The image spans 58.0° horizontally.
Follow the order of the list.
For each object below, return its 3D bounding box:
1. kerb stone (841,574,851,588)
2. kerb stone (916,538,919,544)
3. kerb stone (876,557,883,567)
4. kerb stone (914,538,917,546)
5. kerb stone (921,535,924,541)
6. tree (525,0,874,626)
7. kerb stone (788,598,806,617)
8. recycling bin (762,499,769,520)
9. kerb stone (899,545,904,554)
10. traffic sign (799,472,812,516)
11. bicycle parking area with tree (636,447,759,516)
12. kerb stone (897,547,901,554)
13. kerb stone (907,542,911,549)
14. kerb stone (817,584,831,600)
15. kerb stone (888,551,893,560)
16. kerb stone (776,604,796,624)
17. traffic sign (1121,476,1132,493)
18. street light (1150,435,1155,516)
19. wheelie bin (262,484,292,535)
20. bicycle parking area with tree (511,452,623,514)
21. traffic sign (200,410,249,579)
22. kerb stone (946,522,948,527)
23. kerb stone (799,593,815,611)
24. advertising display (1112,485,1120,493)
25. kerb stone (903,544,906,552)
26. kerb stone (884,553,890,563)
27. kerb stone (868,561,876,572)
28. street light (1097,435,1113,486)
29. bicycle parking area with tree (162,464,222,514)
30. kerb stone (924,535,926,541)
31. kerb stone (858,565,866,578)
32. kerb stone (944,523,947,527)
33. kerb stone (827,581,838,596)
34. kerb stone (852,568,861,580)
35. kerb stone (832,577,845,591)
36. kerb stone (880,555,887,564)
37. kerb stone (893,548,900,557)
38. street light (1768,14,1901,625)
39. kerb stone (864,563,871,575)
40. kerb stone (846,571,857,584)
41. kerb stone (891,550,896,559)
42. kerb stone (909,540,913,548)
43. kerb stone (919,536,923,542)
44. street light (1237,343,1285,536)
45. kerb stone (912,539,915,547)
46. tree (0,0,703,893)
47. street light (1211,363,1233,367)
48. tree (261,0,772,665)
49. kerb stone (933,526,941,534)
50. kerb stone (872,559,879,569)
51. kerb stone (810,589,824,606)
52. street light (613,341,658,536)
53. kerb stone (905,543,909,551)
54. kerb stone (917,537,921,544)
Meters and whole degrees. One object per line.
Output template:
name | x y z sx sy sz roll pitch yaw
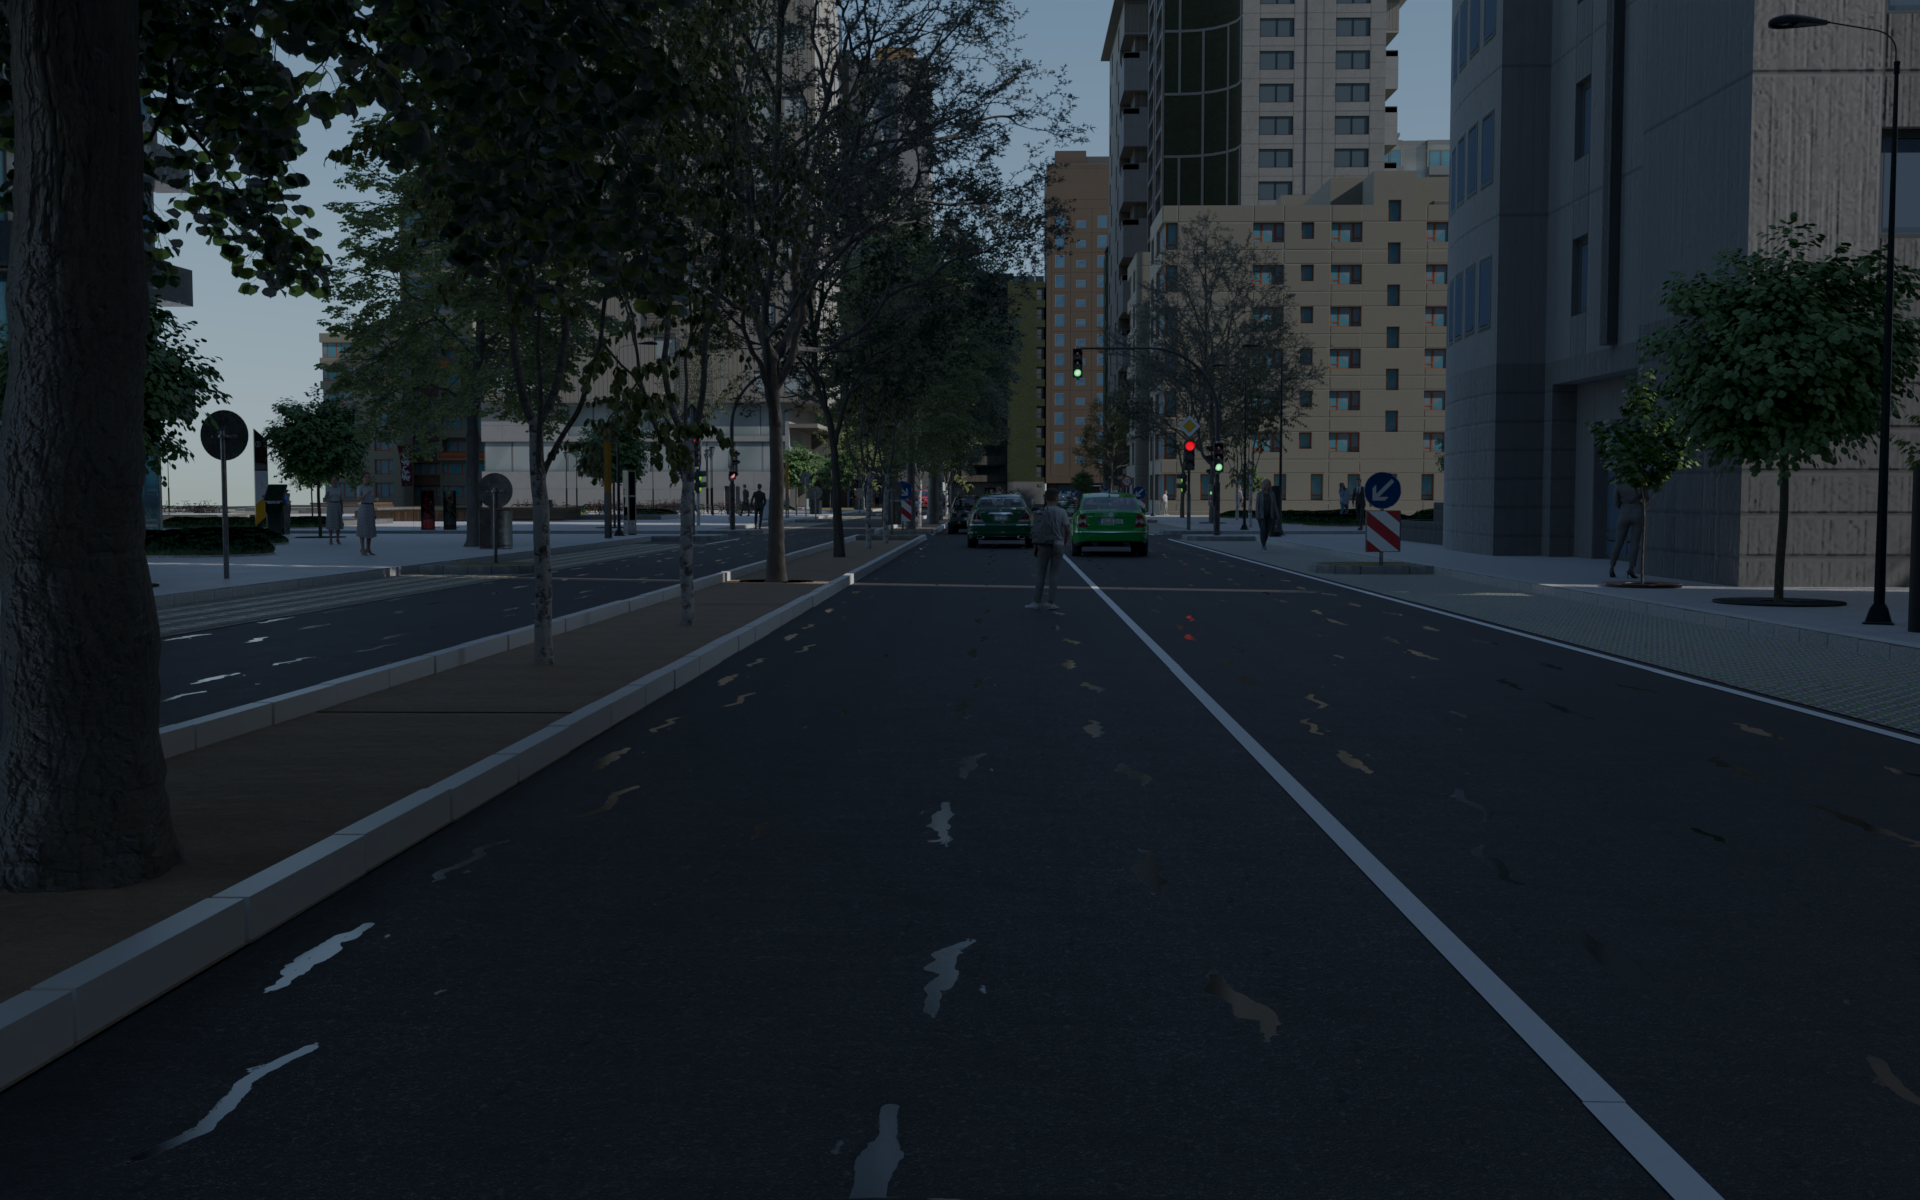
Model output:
kerb stone | -1.809 -0.265 26.530 0.120 0.150 1.000 0 4 1
kerb stone | -1.292 -1.580 48.028 0.120 0.150 1.000 0 4 1
kerb stone | -1.633 -0.701 33.694 0.120 0.150 1.000 0 4 1
kerb stone | -1.313 -1.518 47.007 0.120 0.150 1.000 0 4 1
kerb stone | -1.219 -1.769 51.118 0.120 0.150 1.000 0 4 1
tree | -2.967 -4.033 18.754 4.360 8.622 3.978 0 3 0
kerb stone | -1.960 0.112 20.380 0.120 0.150 1.000 0 4 1
recycling bin | -9.458 -4.477 85.754 0.722 1.027 0.722 1 4 14
kerb stone | -1.465 -1.142 40.865 0.120 0.150 1.000 0 4 1
traffic sign | -8.927 -6.128 100.297 0.768 2.556 0.104 0 4 5
bicycle parking area with tree | -16.314 -7.757 113.824 9.016 4.147 8.231 0 4 7
kerb stone | -1.494 -1.076 39.843 0.120 0.150 1.000 0 4 1
kerb stone | -1.386 -1.330 43.941 0.120 0.150 1.000 0 4 1
kerb stone | -1.888 -0.076 23.452 0.120 0.150 1.000 0 4 1
kerb stone | -1.558 -0.892 36.777 0.120 0.150 1.000 0 4 1
kerb stone | -1.986 0.177 19.359 0.120 0.150 1.000 0 4 1
traffic sign | 11.496 -7.296 119.400 0.768 2.556 0.104 0 4 7
street light | 10.604 -7.787 99.857 1.470 5.913 1.316 0 4 1
wheelie bin | -21.615 -2.871 54.842 0.980 1.594 0.693 0 4 4
bicycle parking area with tree | -25.607 -7.821 114.870 9.016 4.147 8.231 0 4 -6
traffic sign | -11.127 -1.596 26.199 0.768 2.556 0.104 0 4 6
kerb stone | -0.670 -3.117 73.207 0.120 0.150 1.000 0 4 1
kerb stone | -1.939 0.049 21.402 0.120 0.150 1.000 0 4 1
advertising display | 11.693 -7.618 129.766 0.123 1.923 0.974 -2 4 -28
kerb stone | -1.446 -1.203 41.892 0.120 0.150 1.000 0 4 1
kerb stone | -1.584 -0.829 35.749 0.120 0.150 1.000 0 4 1
kerb stone | -1.683 -0.575 31.640 0.120 0.150 1.000 0 4 1
street light | 11.529 -10.038 136.668 1.470 5.913 1.316 0 4 1
bicycle parking area with tree | -46.340 -6.869 99.308 9.016 4.147 8.231 0 4 5
kerb stone | -1.192 -1.832 52.147 0.120 0.150 1.000 0 4 1
kerb stone | -1.743 -0.453 29.597 0.120 0.150 1.000 0 4 1
kerb stone | -0.721 -2.988 71.154 0.120 0.150 1.000 0 4 1
kerb stone | -1.862 -0.135 24.480 0.120 0.150 1.000 0 4 1
kerb stone | -1.770 -0.390 28.574 0.120 0.150 1.000 0 4 1
kerb stone | -1.840 -0.202 25.506 0.120 0.150 1.000 0 4 1
kerb stone | -1.612 -0.766 34.719 0.120 0.150 1.000 0 4 1
kerb stone | -1.502 -1.017 38.820 0.120 0.150 1.000 0 4 1
street light | 8.528 -2.715 16.934 1.470 5.913 1.316 0 4 1
kerb stone | -1.709 -0.515 30.618 0.120 0.150 1.000 0 4 1
kerb stone | -1.787 -0.328 27.552 0.120 0.150 1.000 0 4 1
kerb stone | -1.536 -0.954 37.799 0.120 0.150 1.000 0 4 1
kerb stone | -1.363 -1.392 44.962 0.120 0.150 1.000 0 4 1
kerb stone | -1.232 -1.706 50.096 0.120 0.150 1.000 0 4 1
street light | 9.380 -4.955 53.551 1.470 5.913 1.316 0 4 1
kerb stone | -1.340 -1.455 45.985 0.120 0.150 1.000 0 4 1
tree | -3.330 -5.938 6.199 9.857 13.997 8.962 0 3 0
street light | 9.621 -5.455 61.734 1.470 5.913 1.316 0 4 1
tree | -3.442 -3.740 13.975 4.737 8.622 4.395 0 3 0
kerb stone | -0.870 -2.617 65.018 0.120 0.150 1.000 0 4 1
kerb stone | -1.663 -0.640 32.662 0.120 0.150 1.000 0 4 1
kerb stone | -1.905 -0.008 22.430 0.120 0.150 1.000 0 4 1
street light | -9.875 -4.904 52.718 1.470 5.913 1.316 0 4 1
kerb stone | -1.416 -1.268 42.919 0.120 0.150 1.000 0 4 1
kerb stone | -1.268 -1.643 49.062 0.120 0.150 1.000 0 4 1
